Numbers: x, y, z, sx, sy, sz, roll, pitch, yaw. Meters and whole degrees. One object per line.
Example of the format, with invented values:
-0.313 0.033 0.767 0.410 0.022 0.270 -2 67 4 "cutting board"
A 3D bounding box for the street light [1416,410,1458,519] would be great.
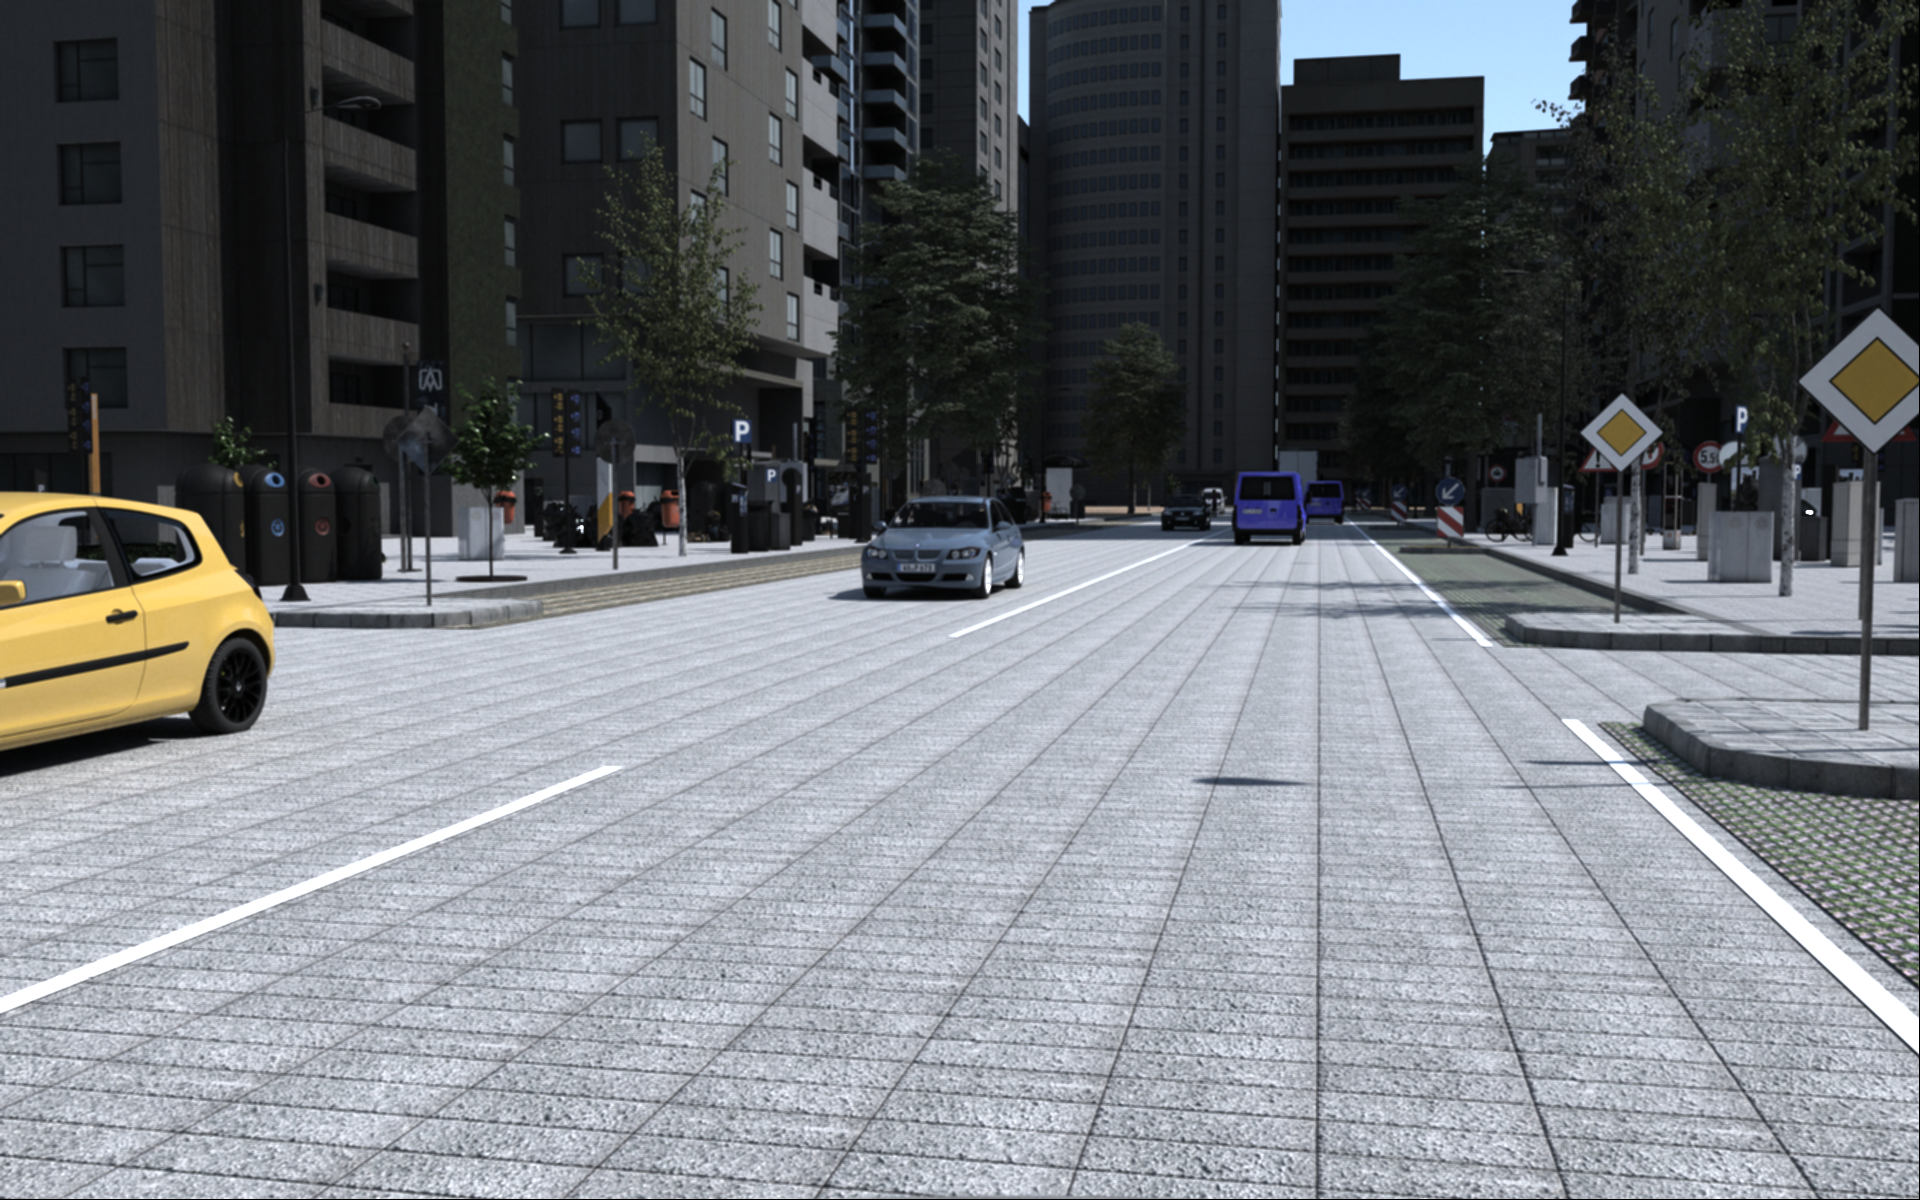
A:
17.532 -5.539 63.097 1.470 5.913 1.316 1 4 12 "street light"

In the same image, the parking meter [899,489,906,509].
-2.965 -4.974 89.743 0.372 1.533 0.369 0 3 0 "parking meter"

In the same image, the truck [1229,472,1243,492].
25.871 -9.652 153.729 3.469 3.379 9.791 1 4 12 "truck"

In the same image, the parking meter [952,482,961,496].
-0.178 -4.860 85.178 0.399 1.863 0.255 3 5 41 "parking meter"

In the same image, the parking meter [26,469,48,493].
-21.605 -2.133 40.581 0.255 1.863 0.399 1 4 15 "parking meter"

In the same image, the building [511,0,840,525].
-21.857 -30.290 84.476 28.713 52.752 27.495 1 4 12 "building"

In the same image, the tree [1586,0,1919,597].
10.150 -4.356 21.576 4.737 8.622 4.395 0 3 0 "tree"

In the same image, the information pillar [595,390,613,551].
-7.984 -2.906 38.862 0.504 3.616 0.183 3 5 44 "information pillar"

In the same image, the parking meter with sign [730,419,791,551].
-4.557 -2.673 39.957 0.543 3.016 1.738 -3 5 -43 "parking meter with sign"

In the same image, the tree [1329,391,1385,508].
39.867 -15.415 162.397 12.009 13.543 11.850 0 3 0 "tree"

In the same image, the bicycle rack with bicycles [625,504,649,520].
-11.510 -3.202 65.735 2.925 0.926 2.852 -1 4 -13 "bicycle rack with bicycles"

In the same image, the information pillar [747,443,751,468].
-8.857 -4.976 72.707 0.183 3.616 0.504 -1 4 -20 "information pillar"

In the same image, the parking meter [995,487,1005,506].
1.528 -3.483 65.366 0.372 1.533 0.369 0 3 0 "parking meter"

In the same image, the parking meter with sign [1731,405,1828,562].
15.892 -2.282 33.565 0.543 3.016 1.738 -3 4 -39 "parking meter with sign"

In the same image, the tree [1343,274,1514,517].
26.916 -11.728 98.402 9.857 13.997 8.962 0 3 0 "tree"

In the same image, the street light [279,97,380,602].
-7.464 -2.935 20.527 1.470 5.913 1.316 1 4 12 "street light"

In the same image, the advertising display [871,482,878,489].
-4.746 -5.412 93.700 0.123 1.923 0.974 2 4 28 "advertising display"

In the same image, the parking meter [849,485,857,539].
-2.986 -2.506 49.385 0.372 1.533 0.369 0 3 0 "parking meter"

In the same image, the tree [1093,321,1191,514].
11.673 -11.964 113.731 7.486 12.596 7.792 0 3 0 "tree"

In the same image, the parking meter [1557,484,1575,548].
14.379 -2.000 41.116 0.372 1.533 0.369 0 3 0 "parking meter"

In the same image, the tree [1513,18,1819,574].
11.014 -4.713 27.412 4.360 8.622 3.978 0 3 0 "tree"

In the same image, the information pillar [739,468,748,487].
-6.160 -2.767 49.727 0.304 2.012 0.304 1 4 11 "information pillar"

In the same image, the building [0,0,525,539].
-22.323 -17.005 49.725 14.160 30.474 14.107 1 4 12 "building"

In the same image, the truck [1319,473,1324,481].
24.740 -7.994 126.618 3.469 3.379 9.791 1 4 13 "truck"

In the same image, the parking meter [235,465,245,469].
-14.435 -1.785 34.890 0.255 1.863 0.399 -2 4 -28 "parking meter"

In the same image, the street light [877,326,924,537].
-1.673 -4.621 48.098 1.470 5.913 1.316 1 4 12 "street light"

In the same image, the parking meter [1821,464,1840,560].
17.056 -1.728 33.965 0.255 1.863 0.399 3 4 37 "parking meter"

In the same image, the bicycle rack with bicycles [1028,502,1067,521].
3.769 -4.312 83.887 2.852 0.926 2.925 3 4 36 "bicycle rack with bicycles"

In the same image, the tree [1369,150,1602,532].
17.279 -8.512 57.300 7.486 12.596 7.792 0 3 0 "tree"

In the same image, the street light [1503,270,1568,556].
11.964 -3.883 36.024 1.470 5.913 1.316 1 4 12 "street light"

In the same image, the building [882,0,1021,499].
-6.557 -43.448 148.620 20.611 71.187 20.563 1 4 12 "building"

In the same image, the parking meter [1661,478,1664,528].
26.328 -3.603 64.618 0.255 1.863 0.399 1 4 15 "parking meter"

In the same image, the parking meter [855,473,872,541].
-2.636 -2.543 47.285 0.399 1.863 0.255 -2 4 -25 "parking meter"

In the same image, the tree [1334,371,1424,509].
37.340 -14.265 150.242 9.611 12.733 9.660 0 3 0 "tree"

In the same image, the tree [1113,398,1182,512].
14.623 -11.119 132.165 4.737 8.622 4.395 0 3 0 "tree"

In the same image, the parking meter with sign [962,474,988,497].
0.462 -5.061 79.007 1.738 3.016 0.543 0 4 7 "parking meter with sign"

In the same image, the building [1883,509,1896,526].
45.614 -38.647 70.133 20.563 71.187 20.611 1 4 12 "building"

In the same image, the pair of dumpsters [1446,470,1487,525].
21.158 -4.293 72.681 1.574 2.255 4.437 1 4 12 "pair of dumpsters"

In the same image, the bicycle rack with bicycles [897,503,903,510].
-1.516 -3.786 75.284 2.852 0.926 2.925 1 4 23 "bicycle rack with bicycles"

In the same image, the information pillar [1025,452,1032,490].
3.700 -6.266 93.799 0.504 3.616 0.183 3 5 40 "information pillar"

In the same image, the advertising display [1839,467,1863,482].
21.354 -2.238 41.798 0.974 1.923 0.123 2 4 33 "advertising display"

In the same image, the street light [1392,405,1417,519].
23.191 -7.193 90.152 1.470 5.913 1.316 1 4 12 "street light"

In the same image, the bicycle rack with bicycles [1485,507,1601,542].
15.799 -2.049 46.885 2.925 0.926 2.852 1 4 20 "bicycle rack with bicycles"

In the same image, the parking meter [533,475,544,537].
-12.585 -2.815 51.737 0.255 1.863 0.399 -1 4 -19 "parking meter"

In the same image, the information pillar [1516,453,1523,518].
27.772 -5.787 85.966 0.504 3.616 0.183 -3 4 -37 "information pillar"

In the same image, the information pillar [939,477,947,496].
-0.726 -4.172 72.711 0.304 2.012 0.304 1 4 10 "information pillar"

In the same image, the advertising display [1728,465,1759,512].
17.270 -1.998 37.874 0.123 1.923 0.974 -2 4 -30 "advertising display"

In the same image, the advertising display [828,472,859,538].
-3.366 -2.751 50.194 0.974 1.923 0.123 2 4 26 "advertising display"

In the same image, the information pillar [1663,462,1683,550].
16.378 -2.159 39.798 0.304 2.012 0.304 3 5 45 "information pillar"

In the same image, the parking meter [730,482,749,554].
-4.765 -1.774 37.410 0.372 1.533 0.369 0 3 0 "parking meter"

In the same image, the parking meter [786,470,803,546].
-4.105 -2.279 42.974 0.255 1.863 0.399 2 4 27 "parking meter"

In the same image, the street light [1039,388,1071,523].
4.151 -6.320 75.869 1.470 5.913 1.316 1 4 12 "street light"

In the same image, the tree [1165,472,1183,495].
18.151 -9.465 149.361 1.663 3.219 1.824 0 3 0 "tree"

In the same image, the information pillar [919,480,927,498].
-1.919 -5.202 89.546 0.304 2.012 0.304 2 4 29 "information pillar"

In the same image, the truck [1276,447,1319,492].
21.177 -7.350 109.087 2.839 4.237 11.283 1 4 10 "truck"

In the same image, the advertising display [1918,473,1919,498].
27.428 -2.653 48.598 0.974 1.923 0.123 3 5 40 "advertising display"
